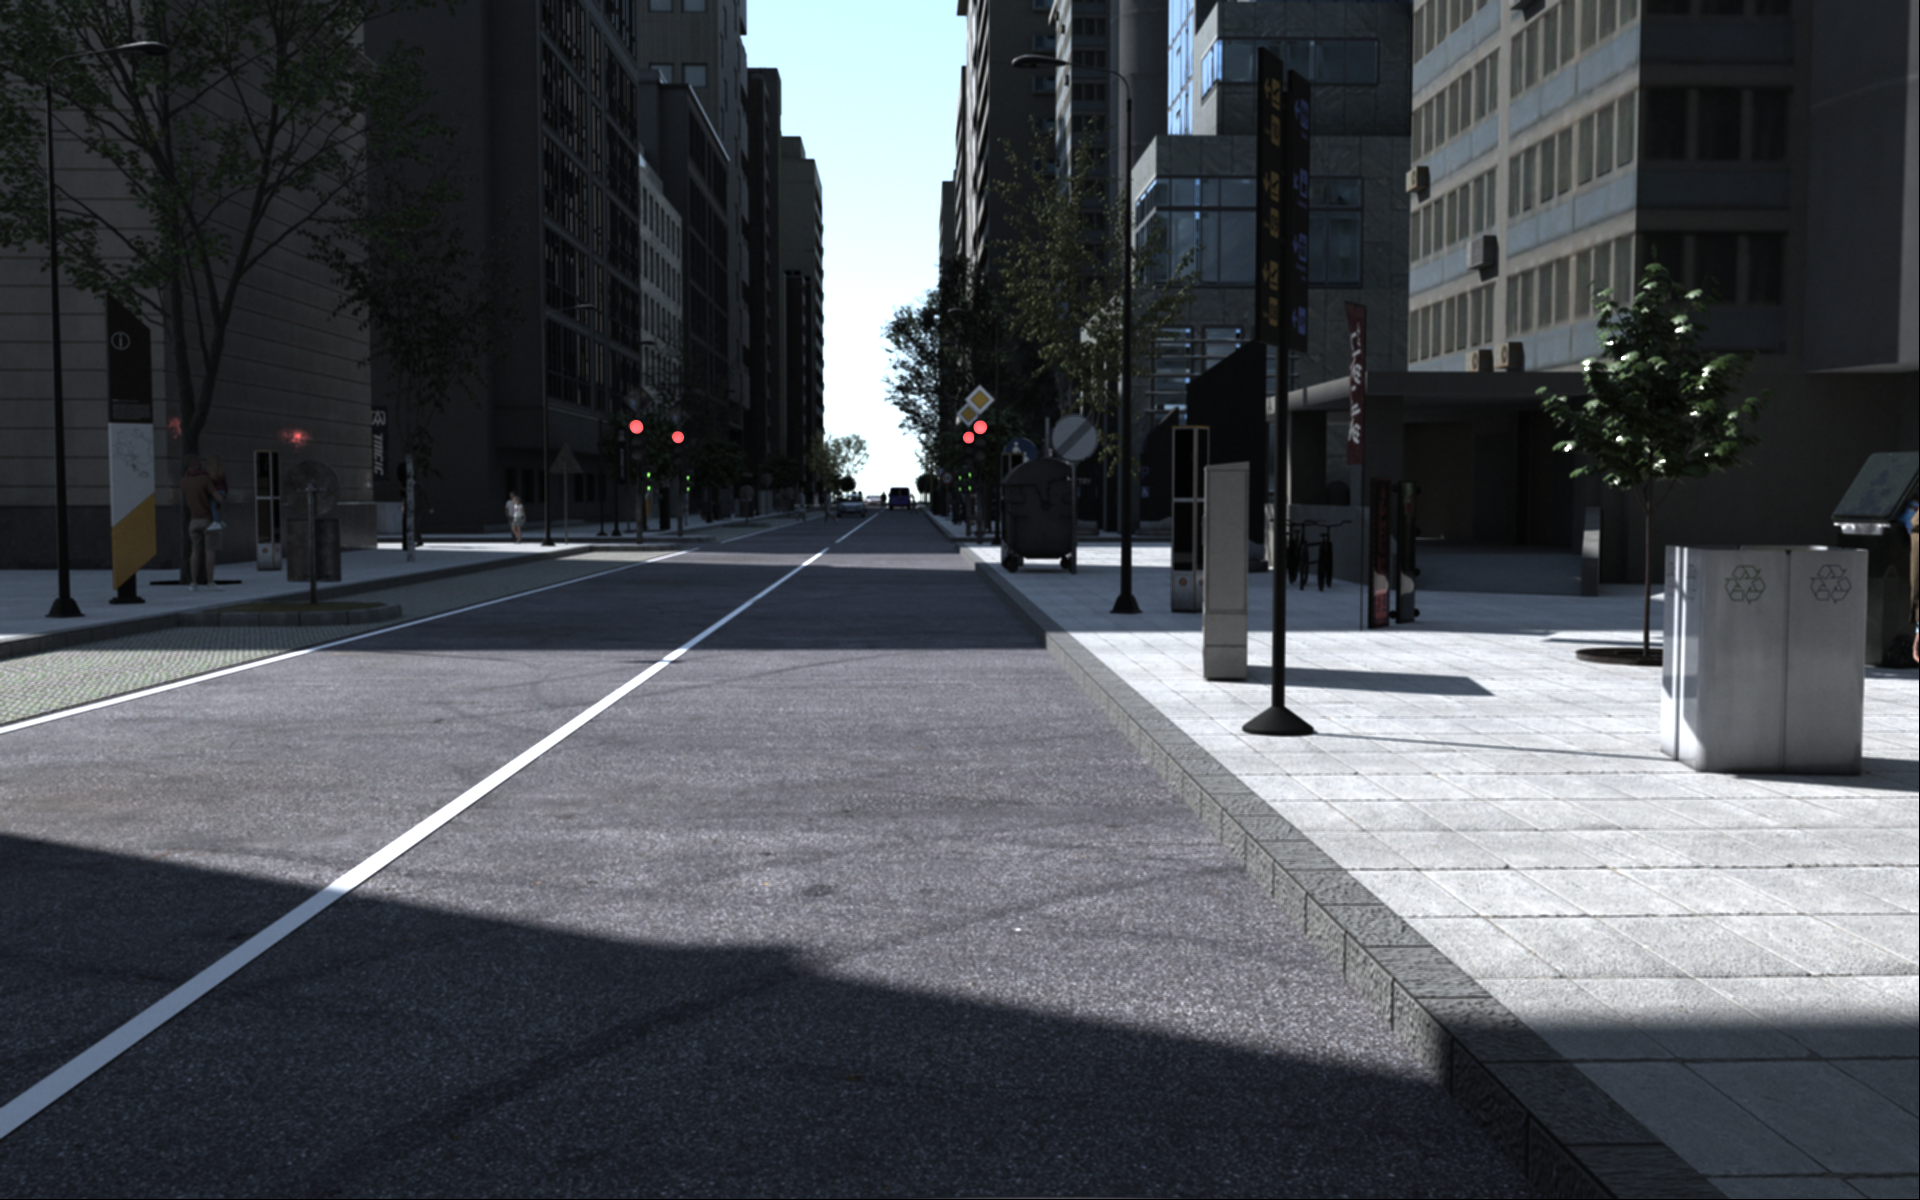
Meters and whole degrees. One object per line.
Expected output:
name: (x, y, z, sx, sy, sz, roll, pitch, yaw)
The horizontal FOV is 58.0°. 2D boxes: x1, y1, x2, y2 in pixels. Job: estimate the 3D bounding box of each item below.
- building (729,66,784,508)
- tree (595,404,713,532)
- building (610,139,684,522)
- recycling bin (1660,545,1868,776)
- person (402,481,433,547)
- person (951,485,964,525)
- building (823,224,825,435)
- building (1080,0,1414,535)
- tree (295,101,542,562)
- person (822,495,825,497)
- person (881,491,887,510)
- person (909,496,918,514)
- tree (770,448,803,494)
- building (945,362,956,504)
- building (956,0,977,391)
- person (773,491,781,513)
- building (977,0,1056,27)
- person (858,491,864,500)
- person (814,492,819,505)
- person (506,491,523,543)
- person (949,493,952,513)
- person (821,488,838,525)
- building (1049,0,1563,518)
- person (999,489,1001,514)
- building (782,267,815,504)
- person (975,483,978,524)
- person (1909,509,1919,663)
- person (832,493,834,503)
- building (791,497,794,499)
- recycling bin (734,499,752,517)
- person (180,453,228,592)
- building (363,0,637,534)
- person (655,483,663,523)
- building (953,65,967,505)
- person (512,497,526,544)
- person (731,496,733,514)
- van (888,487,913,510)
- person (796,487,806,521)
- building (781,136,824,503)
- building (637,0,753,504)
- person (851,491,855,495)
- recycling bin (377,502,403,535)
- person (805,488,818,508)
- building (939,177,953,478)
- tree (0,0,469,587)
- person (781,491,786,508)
building: (-24.017, -29.210, 161.174, 14.154, 41.232, 14.086, 0, 4, -2)
tree: (-10.863, -4.639, 59.557, 4.285, 4.588, 4.351, 0, 3, 0)
building: (-20.232, -14.208, 87.047, 10.420, 20.320, 16.860, 0, 4, -2)
recycling bin: (3.805, 0.264, 8.241, 0.722, 1.027, 0.722, 0, 4, 8)
person: (-13.222, -2.207, 41.899, 0.659, 1.850, 0.755, 1, 4, 21)
person: (-0.095, -3.990, 71.705, 0.534, 1.772, 0.576, 1, 4, 16)
building: (-32.049, -39.393, 263.677, 23.786, 49.044, 30.456, 0, 4, -2)
building: (20.221, -45.924, 63.535, 31.000, 86.520, 22.319, 0, 4, -2)
tree: (-10.198, -5.036, 32.706, 4.360, 8.622, 3.978, 0, 3, 0)
person: (-15.346, -11.571, 195.681, 0.568, 1.767, 0.683, 0, 4, 0)
person: (-6.845, -8.921, 155.285, 0.541, 1.710, 0.530, 0, 4, -1)
person: (-3.337, -6.837, 124.555, 0.640, 1.303, 0.475, -1, 4, -16)
tree: (-12.696, -8.452, 121.902, 4.285, 4.588, 4.351, 0, 3, 0)
building: (12.095, -23.531, 229.772, 27.650, 21.520, 28.899, 0, 4, -2)
building: (14.422, -35.134, 163.686, 28.713, 52.752, 27.495, 0, 4, -2)
person: (-12.541, -6.736, 118.771, 0.523, 1.515, 0.503, 1, 4, 14)
building: (12.449, -31.531, 139.239, 21.300, 48.544, 21.600, 0, 4, -2)
person: (-8.698, -8.568, 149.315, 0.721, 1.735, 1.217, 3, 4, 37)
person: (-17.355, -12.254, 209.520, 0.621, 1.740, 0.551, 3, 4, 37)
person: (-12.279, -2.250, 47.883, 0.503, 1.515, 0.523, -2, 4, -35)
person: (-0.662, -6.924, 119.357, 0.635, 1.810, 0.391, 0, 4, -8)
person: (-6.055, -4.345, 80.293, 0.760, 1.731, 0.466, -1, 4, -9)
building: (19.115, -25.868, 114.818, 32.217, 40.220, 23.993, 0, 4, -2)
person: (1.695, -3.605, 65.252, 0.678, 1.792, 0.850, 0, 4, -2)
building: (-25.968, -27.436, 220.280, 14.160, 30.474, 14.107, 0, 4, -2)
person: (0.816, -4.154, 74.312, 0.624, 1.780, 0.694, 1, 4, 16)
person: (2.603, 0.110, 4.158, 0.656, 1.842, 0.836, 3, 5, 42)
person: (-18.987, -15.527, 260.718, 0.445, 1.727, 0.742, 1, 4, 16)
building: (-34.020, -29.908, 180.879, 32.217, 40.220, 23.993, 0, 4, -2)
recycling bin: (-11.938, -5.066, 95.382, 0.722, 1.027, 0.722, 2, 4, 35)
person: (-9.942, -1.030, 22.854, 0.580, 1.828, 0.573, -2, 4, -34)
building: (-20.957, -16.690, 66.387, 14.314, 27.812, 24.014, 0, 4, -2)
person: (-13.519, -4.392, 78.035, 0.466, 1.800, 0.511, -1, 4, -17)
building: (10.470, -34.579, 189.069, 21.300, 48.544, 21.600, 0, 4, -2)
person: (-11.384, -2.070, 44.897, 0.505, 1.210, 0.382, 3, 5, 40)
person: (-14.595, -6.311, 109.571, 0.444, 1.785, 0.601, 1, 4, 18)
van: (-5.441, -9.354, 157.329, 2.240, 2.365, 5.245, 0, 4, 0)
person: (-8.336, -5.019, 90.917, 0.624, 1.780, 0.694, -1, 4, -14)
building: (-29.945, -37.543, 237.534, 21.300, 48.544, 21.600, 0, 4, -2)
building: (-31.467, -33.657, 139.533, 28.713, 52.752, 27.495, 0, 4, -2)
person: (-11.764, -11.136, 190.652, 1.350, 1.814, 0.705, -2, 4, -32)
recycling bin: (-18.064, -2.570, 54.578, 0.722, 1.027, 0.722, 2, 4, 26)
person: (-14.094, -9.646, 163.763, 1.348, 1.822, 0.705, 0, 4, 3)
building: (7.802, -38.563, 254.201, 21.300, 48.544, 21.600, 0, 4, -2)
tree: (-10.793, -6.035, 24.426, 9.928, 11.665, 9.643, 0, 3, 0)
person: (-16.003, -9.298, 158.795, 1.217, 1.736, 0.721, -3, 5, -44)
